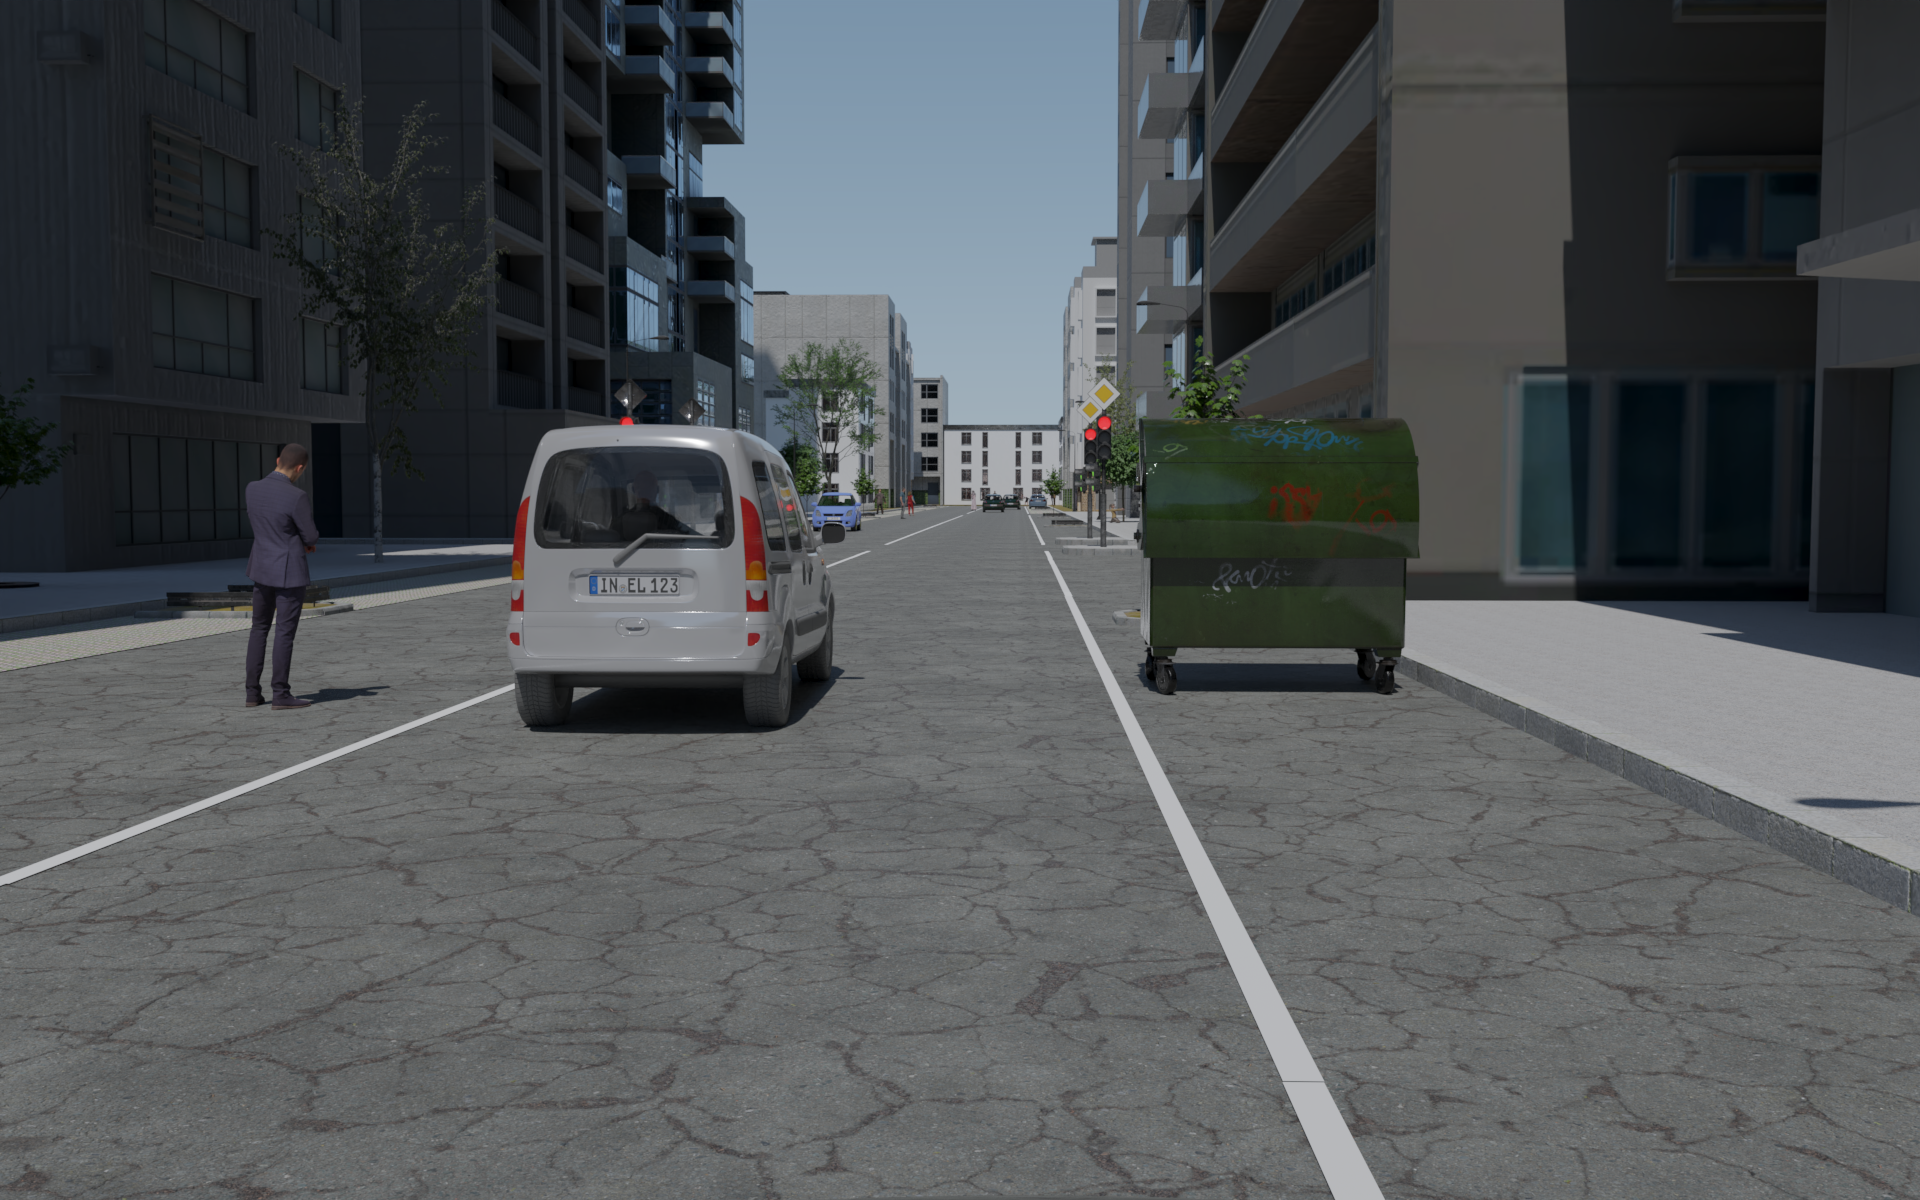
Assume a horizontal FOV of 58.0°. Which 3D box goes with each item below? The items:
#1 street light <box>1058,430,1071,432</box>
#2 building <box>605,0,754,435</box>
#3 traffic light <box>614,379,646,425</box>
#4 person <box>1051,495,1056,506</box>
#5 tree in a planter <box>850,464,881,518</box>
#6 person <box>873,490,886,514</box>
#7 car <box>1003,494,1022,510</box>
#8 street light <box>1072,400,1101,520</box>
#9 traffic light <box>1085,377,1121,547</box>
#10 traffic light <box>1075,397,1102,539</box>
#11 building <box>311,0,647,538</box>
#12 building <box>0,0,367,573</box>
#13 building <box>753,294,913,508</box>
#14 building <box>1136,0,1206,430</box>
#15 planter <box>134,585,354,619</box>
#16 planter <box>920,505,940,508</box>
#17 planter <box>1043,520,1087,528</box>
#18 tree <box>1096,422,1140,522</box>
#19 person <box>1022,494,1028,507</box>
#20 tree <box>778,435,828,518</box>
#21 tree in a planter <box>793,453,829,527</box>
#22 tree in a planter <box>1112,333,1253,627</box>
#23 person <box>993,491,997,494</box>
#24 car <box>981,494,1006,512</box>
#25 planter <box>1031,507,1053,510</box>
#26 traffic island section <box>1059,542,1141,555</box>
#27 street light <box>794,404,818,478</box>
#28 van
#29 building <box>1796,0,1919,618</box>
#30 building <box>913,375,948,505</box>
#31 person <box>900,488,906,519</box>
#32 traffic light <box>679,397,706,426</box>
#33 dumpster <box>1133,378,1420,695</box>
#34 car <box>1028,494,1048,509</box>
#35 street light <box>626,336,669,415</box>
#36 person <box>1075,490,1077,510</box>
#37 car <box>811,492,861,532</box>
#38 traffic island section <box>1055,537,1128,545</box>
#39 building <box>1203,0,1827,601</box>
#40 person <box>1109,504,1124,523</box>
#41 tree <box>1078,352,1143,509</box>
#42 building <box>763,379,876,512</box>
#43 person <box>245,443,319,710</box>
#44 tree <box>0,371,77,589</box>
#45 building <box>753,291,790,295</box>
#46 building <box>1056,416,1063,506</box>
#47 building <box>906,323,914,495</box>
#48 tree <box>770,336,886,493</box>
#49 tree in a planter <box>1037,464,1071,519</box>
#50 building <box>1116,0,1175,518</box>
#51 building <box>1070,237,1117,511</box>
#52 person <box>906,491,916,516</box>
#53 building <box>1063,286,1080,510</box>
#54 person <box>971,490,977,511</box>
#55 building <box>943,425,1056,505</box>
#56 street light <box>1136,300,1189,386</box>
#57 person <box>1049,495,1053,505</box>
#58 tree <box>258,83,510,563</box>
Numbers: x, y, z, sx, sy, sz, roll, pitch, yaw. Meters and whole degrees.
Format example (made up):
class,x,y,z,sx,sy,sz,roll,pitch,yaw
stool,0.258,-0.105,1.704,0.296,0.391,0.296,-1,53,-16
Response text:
class,x,y,z,sx,sy,sz,roll,pitch,yaw
street light,7.733,-9.314,124.833,1.470,5.913,1.316,0,4,2
building,-22.677,-47.660,91.907,22.319,86.520,31.000,0,4,2
traffic light,-8.006,-3.257,42.180,0.839,4.253,0.868,0,4,2
person,10.543,-11.494,194.065,0.705,1.812,1.348,-1,4,-14
tree in a planter,-5.693,-6.409,102.003,1.991,3.239,1.994,0,4,2
person,-5.700,-6.933,122.410,0.990,1.755,0.434,-1,4,-21
car,4.710,-9.162,159.586,2.009,1.686,4.222,0,4,4
street light,6.405,-6.942,86.041,1.470,5.913,1.316,0,4,2
traffic light,3.450,-3.235,41.809,0.839,4.253,0.868,0,4,2
traffic light,3.720,-3.723,49.789,0.839,4.253,0.868,0,4,2
building,-21.222,-37.940,58.564,20.563,71.187,20.611,0,4,2
building,-20.330,-21.430,33.982,14.086,41.232,14.154,0,4,2
building,-14.177,-18.540,169.588,16.747,18.905,31.486,0,4,2
building,21.596,-26.981,60.746,30.456,49.044,23.786,0,4,2
planter,-8.445,0.022,20.786,1.991,0.319,1.994,0,4,2
planter,-3.071,-9.680,179.414,1.991,0.319,1.994,0,4,2
planter,4.599,-3.280,74.762,1.991,0.319,1.994,0,4,2
tree,7.493,-5.834,79.104,4.285,4.588,4.351,0,3,0
person,7.318,-11.250,195.620,0.799,1.438,0.628,-1,4,-13
tree,-8.889,-6.786,94.665,4.285,4.588,4.351,0,3,0
tree in a planter,-6.619,-4.747,74.843,1.991,3.239,1.994,0,4,2
tree in a planter,2.722,-1.352,19.324,1.991,3.239,1.994,0,4,2
person,4.015,-11.700,199.824,1.348,1.821,0.705,1,4,13
car,2.630,-7.769,136.803,2.009,1.686,4.222,0,4,1
planter,7.232,-8.021,152.278,1.991,0.319,1.994,0,4,2
traffic island section,3.489,-1.201,41.921,2.009,0.180,2.903,0,4,2
street light,-7.988,-7.138,89.248,1.470,5.913,1.316,0,4,2
van,-1.849,-0.308,12.048,2.013,2.044,4.112,0,4,1
building,19.917,-25.411,4.709,28.713,52.752,27.495,0,4,2
building,-17.530,-21.417,216.633,31.486,18.905,16.747,0,4,2
person,-3.254,-5.562,99.559,0.434,1.807,0.598,1,4,20
traffic light,-7.735,-3.746,50.160,0.839,4.253,0.868,0,4,2
dumpster,2.272,-0.478,12.767,1.985,2.255,1.502,0,4,3
car,7.482,-9.443,166.398,2.014,1.417,4.499,0,4,2
street light,-9.223,-4.796,50.959,1.470,5.913,1.316,0,4,2
person,9.539,-8.165,140.207,0.621,1.740,0.551,1,4,11
car,-4.774,-3.531,67.324,1.945,1.707,3.694,0,4,1
traffic island section,3.760,-1.689,49.902,2.009,0.180,2.903,0,4,2
building,16.112,-24.818,29.482,21.300,48.544,21.600,0,4,2
person,6.911,-3.816,76.358,0.695,0.859,0.347,2,4,24
tree,8.036,-8.497,89.296,4.737,8.622,4.395,0,3,0
building,-11.318,-12.103,140.034,9.099,9.664,28.070,0,4,2
person,-4.547,-0.167,11.686,0.683,1.767,0.568,1,4,18
tree,-13.225,-1.777,23.650,1.663,3.219,1.824,0,3,0
building,-33.299,-21.087,188.750,32.646,21.610,27.936,0,4,2
building,15.465,-14.969,186.890,9.099,9.664,28.070,0,4,2
building,-11.099,-20.642,193.912,11.380,20.091,16.016,0,4,2
tree,-8.763,-11.581,115.111,9.928,11.665,9.643,0,3,0
tree in a planter,5.552,-6.436,102.449,1.991,3.239,1.994,0,4,2
building,20.070,-34.405,104.523,21.231,58.520,28.212,0,4,2
building,16.531,-16.908,132.858,16.016,20.091,11.380,0,4,2
person,-3.225,-6.339,113.845,0.444,1.614,0.593,-3,4,-37
building,18.050,-17.699,155.841,16.747,18.905,31.486,0,4,2
person,1.146,-8.512,148.345,0.621,1.740,0.551,-1,4,-19
building,12.145,-16.589,213.380,28.070,9.664,9.099,0,4,2
street light,4.929,-4.230,41.695,1.470,5.913,1.316,0,4,2
person,10.504,-11.805,199.495,0.568,1.767,0.683,-1,4,-15
tree,-10.628,-5.003,32.164,4.360,8.622,3.978,0,3,0
